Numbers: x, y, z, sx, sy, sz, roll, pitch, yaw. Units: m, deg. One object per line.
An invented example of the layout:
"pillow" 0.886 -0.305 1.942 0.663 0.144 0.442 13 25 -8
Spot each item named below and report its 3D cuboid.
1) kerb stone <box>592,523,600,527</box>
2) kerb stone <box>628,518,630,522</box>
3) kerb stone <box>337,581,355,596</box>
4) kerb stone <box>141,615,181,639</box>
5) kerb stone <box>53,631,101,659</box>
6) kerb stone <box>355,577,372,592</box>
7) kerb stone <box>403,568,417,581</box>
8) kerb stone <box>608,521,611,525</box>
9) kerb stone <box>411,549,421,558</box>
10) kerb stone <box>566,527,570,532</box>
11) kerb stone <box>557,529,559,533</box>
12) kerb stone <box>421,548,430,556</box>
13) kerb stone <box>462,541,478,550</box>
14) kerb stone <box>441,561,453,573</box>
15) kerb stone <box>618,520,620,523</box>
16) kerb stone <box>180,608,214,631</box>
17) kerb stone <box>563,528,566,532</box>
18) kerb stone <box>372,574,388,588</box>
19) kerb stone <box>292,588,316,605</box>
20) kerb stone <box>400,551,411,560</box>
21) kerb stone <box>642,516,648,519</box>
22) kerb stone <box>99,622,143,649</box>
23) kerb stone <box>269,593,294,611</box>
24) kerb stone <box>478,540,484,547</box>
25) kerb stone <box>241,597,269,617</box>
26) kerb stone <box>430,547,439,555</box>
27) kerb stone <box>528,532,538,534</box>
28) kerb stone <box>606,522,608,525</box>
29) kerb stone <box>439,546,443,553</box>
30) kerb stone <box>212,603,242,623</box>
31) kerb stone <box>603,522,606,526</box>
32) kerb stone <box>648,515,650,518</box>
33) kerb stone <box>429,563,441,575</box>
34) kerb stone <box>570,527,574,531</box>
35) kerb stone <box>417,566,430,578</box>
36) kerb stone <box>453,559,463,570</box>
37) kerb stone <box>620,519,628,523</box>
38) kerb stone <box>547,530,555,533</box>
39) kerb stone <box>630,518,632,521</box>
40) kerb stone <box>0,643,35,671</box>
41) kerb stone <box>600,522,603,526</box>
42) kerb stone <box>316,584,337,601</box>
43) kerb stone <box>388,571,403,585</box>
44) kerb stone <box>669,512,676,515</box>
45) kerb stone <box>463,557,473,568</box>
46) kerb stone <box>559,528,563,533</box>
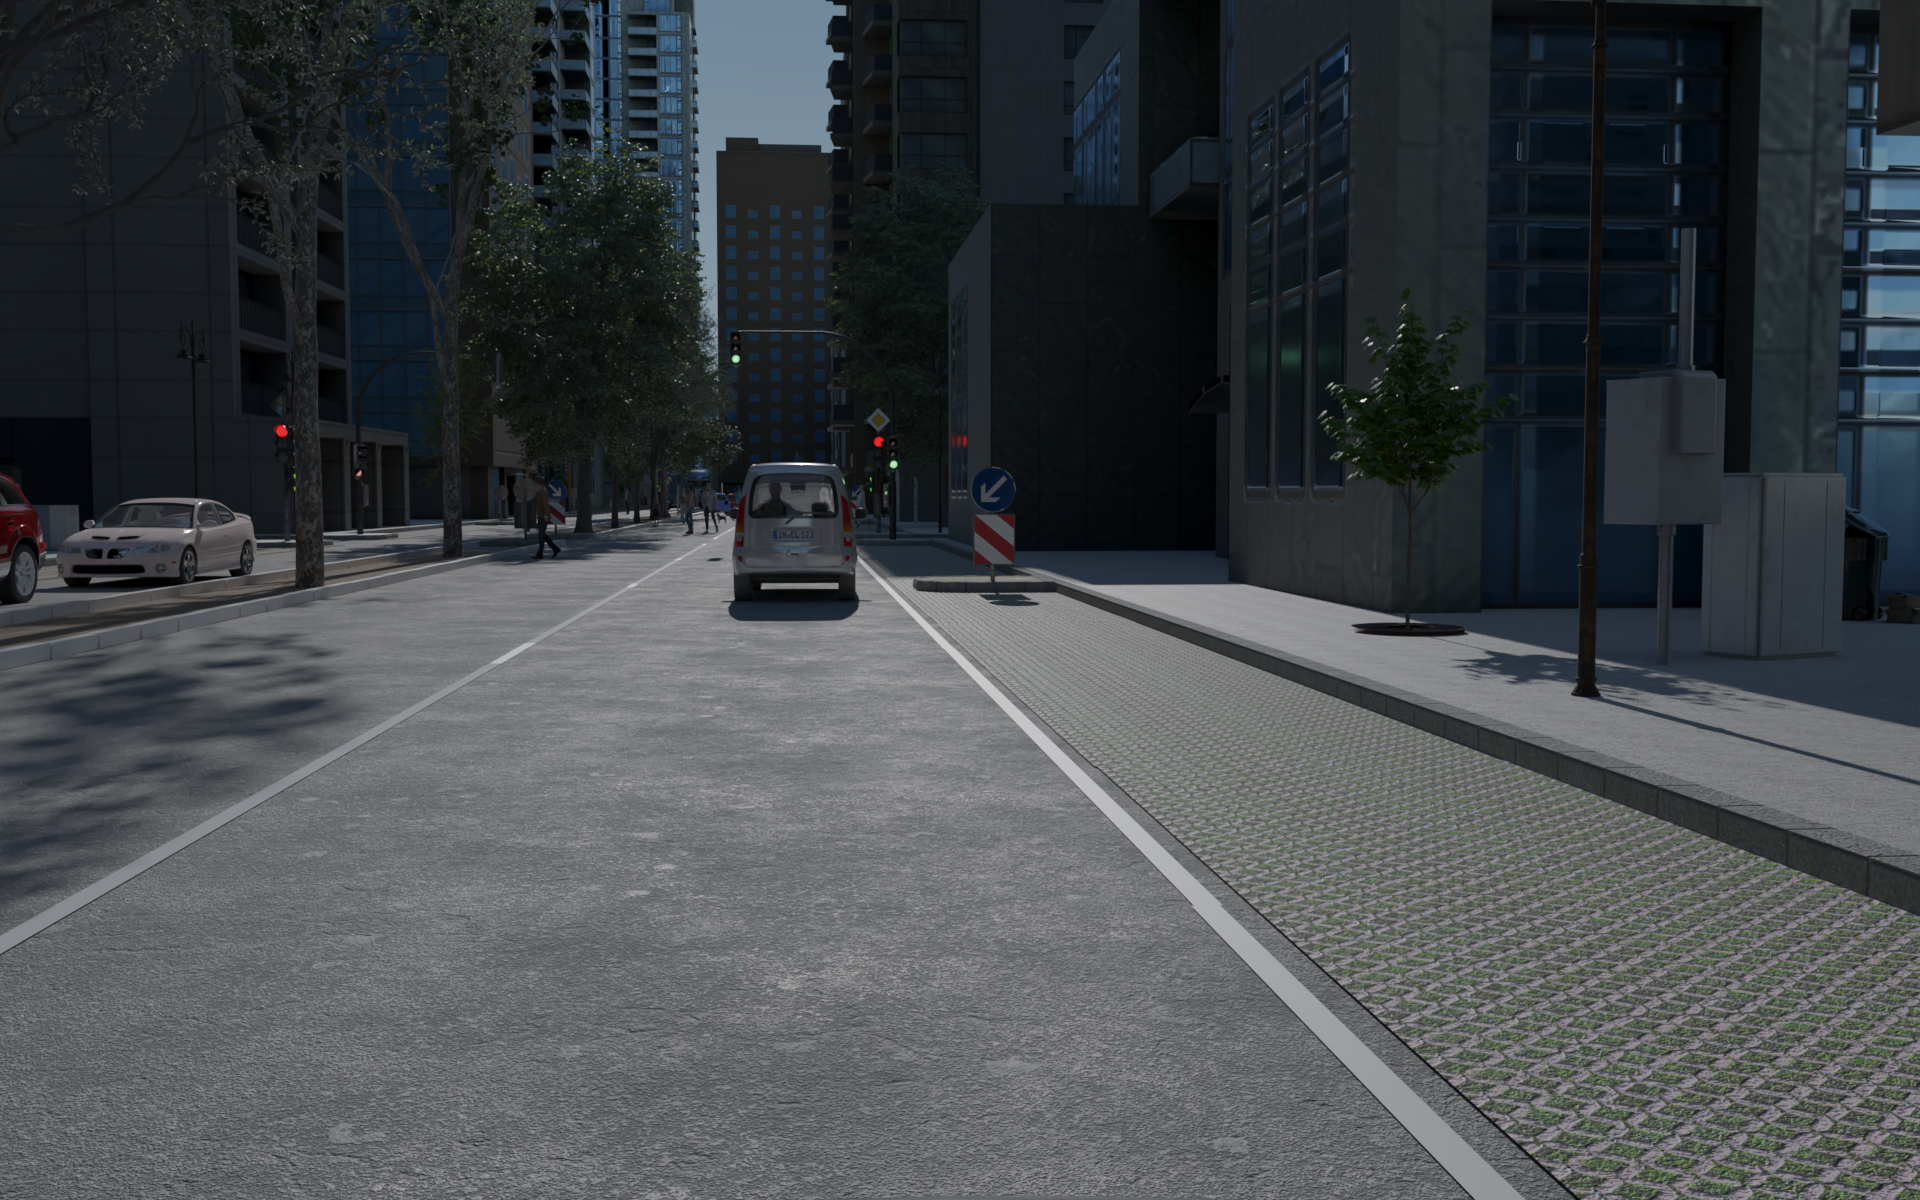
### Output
"kerb stone" -15.810 -3.232 75.042 0.120 0.150 1.000 0 4 -5
"kerb stone" -17.069 -4.036 88.283 0.120 0.150 1.000 0 4 -5
"kerb stone" -8.856 -0.154 24.714 0.120 0.150 1.000 0 4 -5
"kerb stone" -8.161 0.286 17.545 0.120 0.150 1.000 0 4 -5
"kerb stone" -7.969 0.418 15.489 0.120 0.150 1.000 0 4 -5
"kerb stone" -8.957 -0.210 25.738 0.120 0.150 1.000 0 4 -5
"kerb stone" -9.243 -0.404 28.799 0.120 0.150 1.000 0 4 -5
"kerb stone" -16.188 -3.477 79.117 0.120 0.150 1.000 0 4 -5
"kerb stone" -12.316 -1.015 38.817 0.120 0.150 1.000 0 4 -5
"kerb stone" -14.819 -2.608 64.830 0.120 0.150 1.000 0 4 -5
"kerb stone" -14.523 -2.421 61.771 0.120 0.150 1.000 0 4 -5
"kerb stone" -12.422 -1.079 39.838 0.120 0.150 1.000 0 4 -5
"kerb stone" -13.010 -1.454 45.962 0.120 0.150 1.000 0 4 -5
"kerb stone" -9.536 -0.591 31.853 0.120 0.150 1.000 0 4 -5
"kerb stone" -16.584 -3.726 83.195 0.120 0.150 1.000 0 4 -5
"kerb stone" -8.257 0.223 18.565 0.120 0.150 1.000 0 4 -5
"kerb stone" -14.719 -2.543 63.809 0.120 0.150 1.000 0 4 -5
"kerb stone" -9.050 -0.271 26.756 0.120 0.150 1.000 0 4 -5
"kerb stone" -8.658 -0.028 22.654 0.120 0.150 1.000 0 4 -5
"kerb stone" -12.218 -0.954 37.790 0.120 0.150 1.000 0 4 -5
"kerb stone" -18.149 -4.730 99.524 0.120 0.150 1.000 0 4 -5
"kerb stone" -8.066 0.350 16.510 0.120 0.150 1.000 0 4 -5
"kerb stone" -8.556 0.037 21.637 0.120 0.150 1.000 0 4 -5
"kerb stone" -13.102 -1.512 46.980 0.120 0.150 1.000 0 4 -5
"kerb stone" -8.460 0.097 20.604 0.120 0.150 1.000 0 4 -5
"kerb stone" -12.511 -1.141 40.856 0.120 0.150 1.000 0 4 -5
"kerb stone" -14.033 -2.108 56.664 0.120 0.150 1.000 0 4 -5
"kerb stone" -16.093 -3.417 78.099 0.120 0.150 1.000 0 4 -5
"kerb stone" -12.612 -1.204 41.875 0.120 0.150 1.000 0 4 -5
"kerb stone" -8.366 0.160 19.581 0.120 0.150 1.000 0 4 -5
"kerb stone" -15.998 -3.356 77.081 0.120 0.150 1.000 0 4 -5
"kerb stone" -18.257 -4.792 100.545 0.120 0.150 1.000 0 4 -5
"kerb stone" -9.442 -0.528 30.835 0.120 0.150 1.000 0 4 -5
"kerb stone" -14.916 -2.666 65.848 0.120 0.150 1.000 0 4 -5
"kerb stone" -9.341 -0.460 29.817 0.120 0.150 1.000 0 4 -5
"kerb stone" -9.635 -0.648 32.874 0.120 0.150 1.000 0 4 -5
"kerb stone" -16.979 -3.980 87.265 0.120 0.150 1.000 0 4 -5
"kerb stone" -14.427 -2.356 60.751 0.120 0.150 1.000 0 4 -5
"kerb stone" -17.170 -4.104 89.300 0.120 0.150 1.000 0 4 -5
"kerb stone" -7.876 0.472 14.471 0.120 0.150 1.000 0 4 -5
"kerb stone" -15.895 -3.295 76.061 0.120 0.150 1.000 0 4 -5
"kerb stone" -8.748 -0.091 23.682 0.120 0.150 1.000 0 4 -5
"kerb stone" -9.147 -0.342 27.781 0.120 0.150 1.000 0 4 -5
"kerb stone" -20.412 -6.165 122.992 0.120 0.150 1.000 0 4 -5
"kerb stone" -9.738 -0.715 33.890 0.120 0.150 1.000 0 4 -5
"kerb stone" -14.617 -2.482 62.789 0.120 0.150 1.000 0 4 -5
